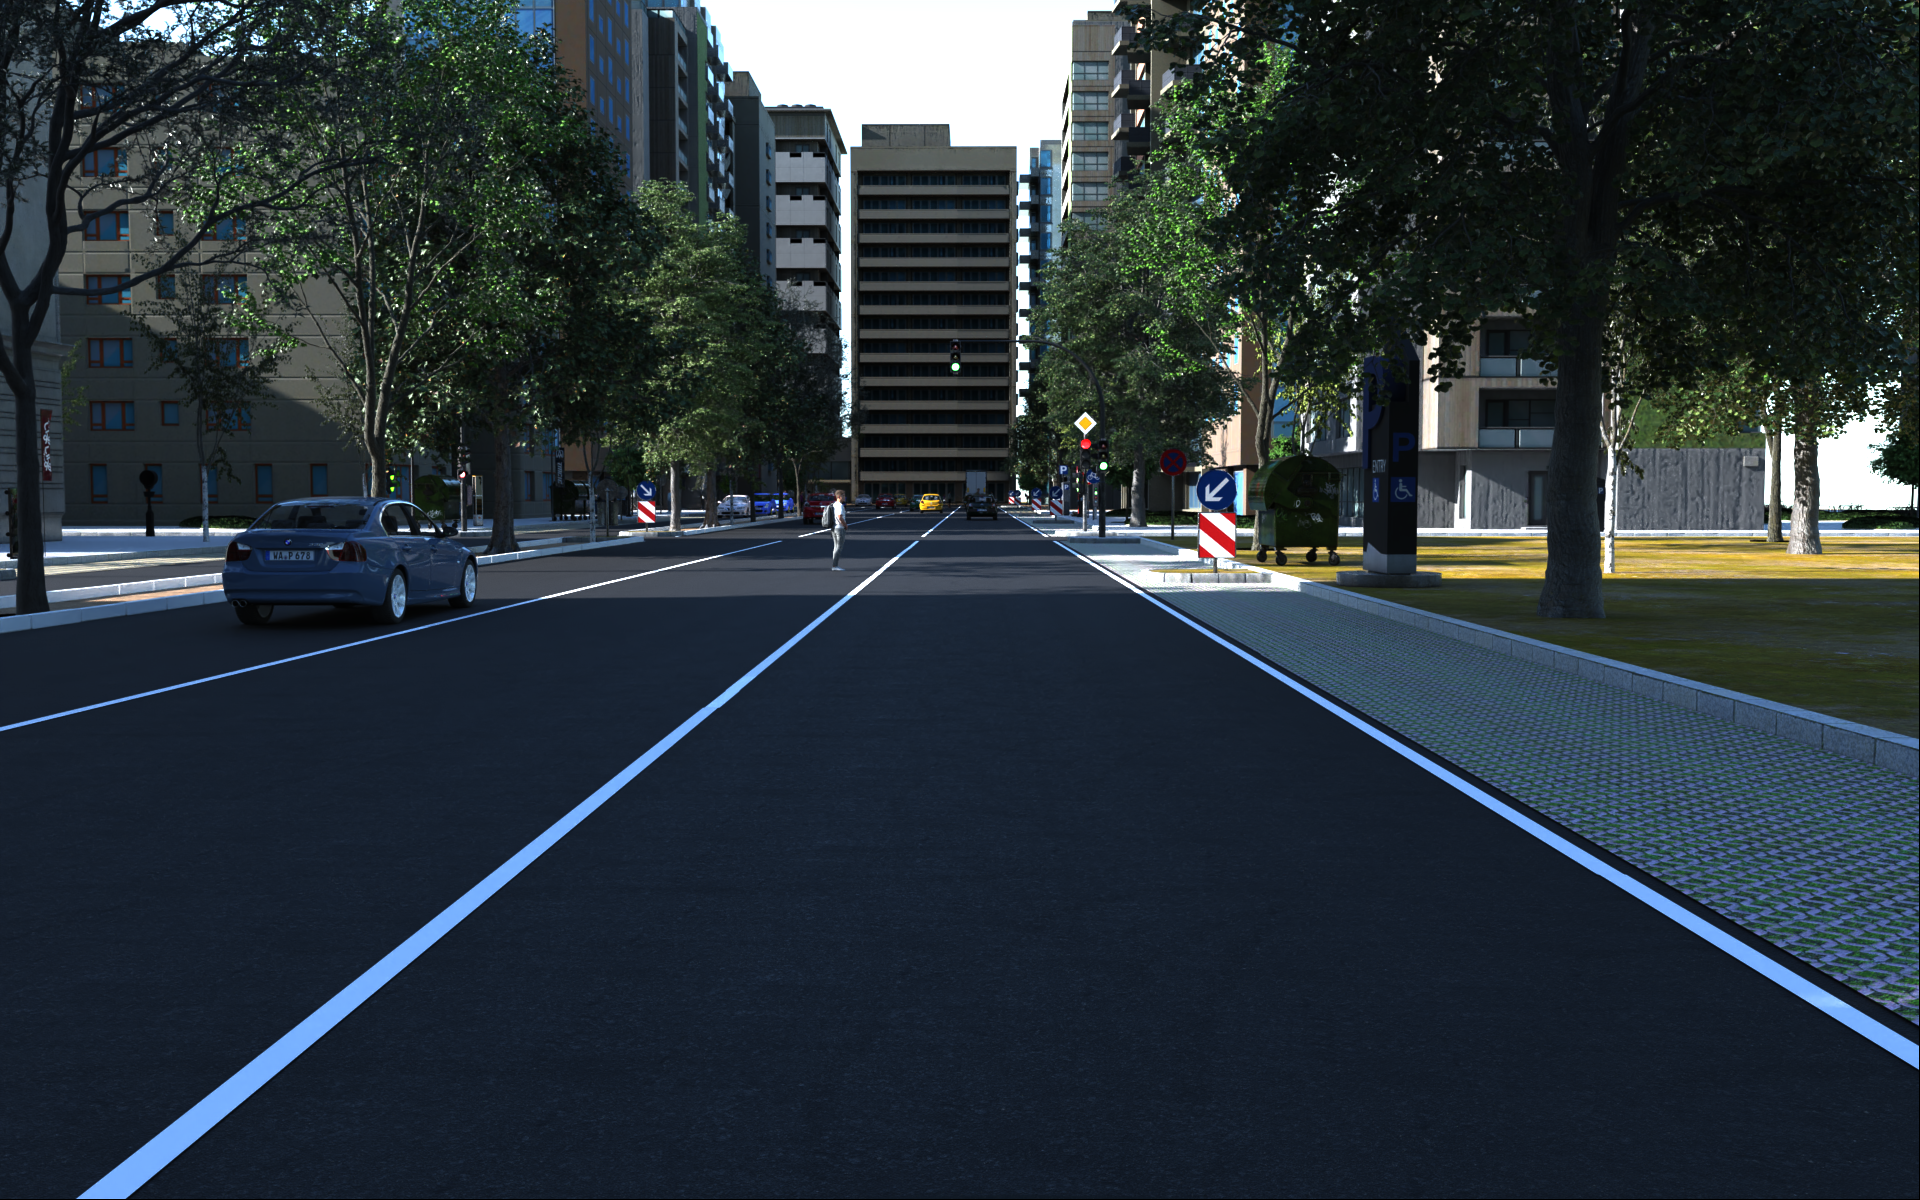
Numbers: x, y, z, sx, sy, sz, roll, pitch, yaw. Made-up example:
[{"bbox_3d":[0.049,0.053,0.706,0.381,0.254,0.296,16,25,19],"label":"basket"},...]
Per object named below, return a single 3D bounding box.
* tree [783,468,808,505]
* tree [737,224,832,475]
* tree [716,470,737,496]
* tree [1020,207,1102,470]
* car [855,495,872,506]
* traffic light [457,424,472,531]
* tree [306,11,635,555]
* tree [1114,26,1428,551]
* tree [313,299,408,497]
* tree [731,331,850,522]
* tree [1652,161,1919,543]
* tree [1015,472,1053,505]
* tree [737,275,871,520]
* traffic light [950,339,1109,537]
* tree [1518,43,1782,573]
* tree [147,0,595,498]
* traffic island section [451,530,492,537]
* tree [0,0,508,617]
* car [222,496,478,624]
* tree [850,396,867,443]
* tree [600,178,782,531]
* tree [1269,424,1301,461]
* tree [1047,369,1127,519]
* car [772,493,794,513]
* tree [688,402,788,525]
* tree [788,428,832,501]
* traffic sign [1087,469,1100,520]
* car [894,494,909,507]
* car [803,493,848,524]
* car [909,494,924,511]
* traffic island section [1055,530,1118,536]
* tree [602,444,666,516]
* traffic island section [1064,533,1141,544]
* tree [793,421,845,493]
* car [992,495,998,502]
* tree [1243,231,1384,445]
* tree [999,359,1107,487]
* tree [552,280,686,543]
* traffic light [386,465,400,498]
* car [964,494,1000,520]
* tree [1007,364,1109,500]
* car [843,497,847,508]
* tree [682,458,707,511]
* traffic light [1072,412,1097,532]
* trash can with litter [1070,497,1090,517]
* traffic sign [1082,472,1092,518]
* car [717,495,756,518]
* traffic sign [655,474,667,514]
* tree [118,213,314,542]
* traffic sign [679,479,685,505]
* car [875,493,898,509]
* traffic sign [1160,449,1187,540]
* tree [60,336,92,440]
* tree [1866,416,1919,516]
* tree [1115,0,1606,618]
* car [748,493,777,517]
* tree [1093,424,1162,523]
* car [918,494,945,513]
[{"bbox_3d":[-18.958,-13.161,198.888,4.285,4.588,4.351,0,3,0],"label":"tree"},{"bbox_3d":[-10.228,-9.269,71.015,9.611,12.733,9.660,0,3,0],"label":"tree"},{"bbox_3d":[-18.532,-8.797,138.434,1.663,3.219,1.824,0,3,0],"label":"tree"},{"bbox_3d":[7.051,-9.849,67.687,9.857,13.997,8.962,0,3,0],"label":"tree"},{"bbox_3d":[-11.651,-12.048,209.341,2.083,1.381,4.827,0,4,0],"label":"car"},{"bbox_3d":[-14.912,-5.180,59.364,4.771,5.953,1.251,0,4,1],"label":"traffic light"},{"bbox_3d":[-10.847,-7.429,40.931,9.611,12.733,9.660,0,3,0],"label":"tree"},{"bbox_3d":[6.941,-6.926,39.004,9.928,11.665,9.643,0,3,0],"label":"tree"},{"bbox_3d":[-22.386,-7.009,64.960,4.360,8.622,3.978,0,3,0],"label":"tree"},{"bbox_3d":[-10.257,-9.133,86.195,8.767,10.594,7.601,0,4,1],"label":"tree"},{"bbox_3d":[21.633,-7.357,46.044,9.928,11.665,9.643,0,3,0],"label":"tree"},{"bbox_3d":[7.790,-13.020,196.597,4.285,4.588,4.351,0,3,0],"label":"tree"},{"bbox_3d":[-10.012,-11.242,96.627,12.009,13.543,11.850,0,3,0],"label":"tree"},{"bbox_3d":[2.091,-4.672,51.063,4.771,5.953,1.251,0,4,1],"label":"traffic light"},{"bbox_3d":[10.832,-4.746,27.963,4.360,8.622,3.978,0,3,0],"label":"tree"},{"bbox_3d":[-10.508,-6.293,31.109,9.928,11.665,9.643,0,3,0],"label":"tree"},{"bbox_3d":[-17.044,-2.275,59.483,2.009,0.180,2.903,0,4,1],"label":"traffic island section"},{"bbox_3d":[-10.665,-6.520,19.423,12.009,13.543,11.850,0,3,0],"label":"tree"},{"bbox_3d":[-7.046,-0.511,20.355,2.014,1.417,4.499,0,4,0],"label":"car"},{"bbox_3d":[-9.863,-10.395,106.829,8.767,10.594,7.601,0,4,1],"label":"tree"},{"bbox_3d":[-10.349,-8.673,62.388,7.486,12.596,7.792,0,3,0],"label":"tree"},{"bbox_3d":[15.844,-5.994,81.711,4.285,4.588,4.351,0,3,0],"label":"tree"},{"bbox_3d":[6.689,-8.444,88.415,4.737,8.622,4.395,0,3,0],"label":"tree"},{"bbox_3d":[-13.578,-7.417,130.865,1.945,1.707,3.694,0,4,2],"label":"car"},{"bbox_3d":[-10.530,-7.764,79.757,4.737,8.622,4.395,0,3,0],"label":"tree"},{"bbox_3d":[-10.032,-9.806,113.147,4.737,8.622,4.395,0,3,0],"label":"tree"},{"bbox_3d":[6.530,-5.170,84.633,0.768,2.556,0.104,0,4,1],"label":"traffic sign"},{"bbox_3d":[-6.887,-11.481,197.935,2.015,1.641,3.980,0,3,0],"label":"car"},{"bbox_3d":[-6.524,-4.550,83.430,2.155,1.783,4.494,0,4,0],"label":"car"},{"bbox_3d":[-3.236,-8.089,144.059,2.131,1.459,4.920,0,3,0],"label":"car"},{"bbox_3d":[4.296,-2.263,59.284,2.009,0.180,2.903,0,4,1],"label":"traffic island section"},{"bbox_3d":[-19.464,-7.253,102.303,4.285,4.588,4.351,0,3,0],"label":"tree"},{"bbox_3d":[4.223,-1.775,51.299,2.009,0.180,2.903,0,4,1],"label":"traffic island section"},{"bbox_3d":[-9.946,-10.185,119.339,4.360,8.622,3.978,0,3,0],"label":"tree"},{"bbox_3d":[2.390,-8.910,158.043,2.083,1.381,4.827,0,4,2],"label":"car"},{"bbox_3d":[9.635,-5.950,47.640,4.737,8.622,4.395,0,3,0],"label":"tree"},{"bbox_3d":[7.981,-13.713,141.210,9.611,12.733,9.660,0,3,0],"label":"tree"},{"bbox_3d":[-10.427,-5.875,48.874,4.737,8.622,4.395,0,3,0],"label":"tree"},{"bbox_3d":[-17.077,-3.819,51.363,0.839,4.253,0.868,0,4,1],"label":"traffic light"},{"bbox_3d":[1.216,-5.281,96.124,2.009,1.686,4.222,0,4,1],"label":"car"},{"bbox_3d":[6.704,-11.273,118.732,7.601,10.594,8.767,0,4,-2],"label":"tree"},{"bbox_3d":[-12.766,-10.470,180.780,1.945,1.707,3.694,0,4,-1],"label":"car"},{"bbox_3d":[-19.567,-11.004,130.279,4.360,8.622,3.978,0,3,0],"label":"tree"},{"bbox_3d":[4.256,-4.297,59.170,0.839,4.253,0.868,0,4,1],"label":"traffic light"},{"bbox_3d":[6.840,-5.351,98.875,1.055,1.170,0.624,-2,4,-31],"label":"trash can with litter"},{"bbox_3d":[6.838,-5.643,92.371,0.768,2.556,0.104,1,4,10],"label":"traffic sign"},{"bbox_3d":[-13.591,-5.690,105.391,2.083,1.381,4.827,0,4,2],"label":"car"},{"bbox_3d":[-18.933,-6.695,109.562,0.768,2.556,0.104,0,4,1],"label":"traffic sign"},{"bbox_3d":[-19.999,-5.867,46.287,4.360,8.622,3.978,0,3,0],"label":"tree"},{"bbox_3d":[-19.043,-7.096,118.145,0.606,2.300,0.079,0,4,4],"label":"traffic sign"},{"bbox_3d":[-7.029,-9.517,164.636,2.155,1.783,4.494,0,4,1],"label":"car"},{"bbox_3d":[5.977,-2.967,48.613,0.768,2.556,0.104,0,4,3],"label":"traffic sign"},{"bbox_3d":[-33.957,-6.874,62.760,4.737,8.622,4.395,0,3,0],"label":"tree"},{"bbox_3d":[38.691,-5.287,70.160,4.285,4.588,4.351,0,3,0],"label":"tree"},{"bbox_3d":[6.536,-6.798,17.800,9.857,13.997,8.962,0,3,0],"label":"tree"},{"bbox_3d":[-12.768,-6.202,110.992,1.945,1.707,3.694,0,4,1],"label":"car"},{"bbox_3d":[7.406,-5.742,77.589,4.285,4.588,4.351,0,3,0],"label":"tree"},{"bbox_3d":[-2.126,-7.299,129.570,2.015,1.641,3.980,0,3,0],"label":"car"}]
